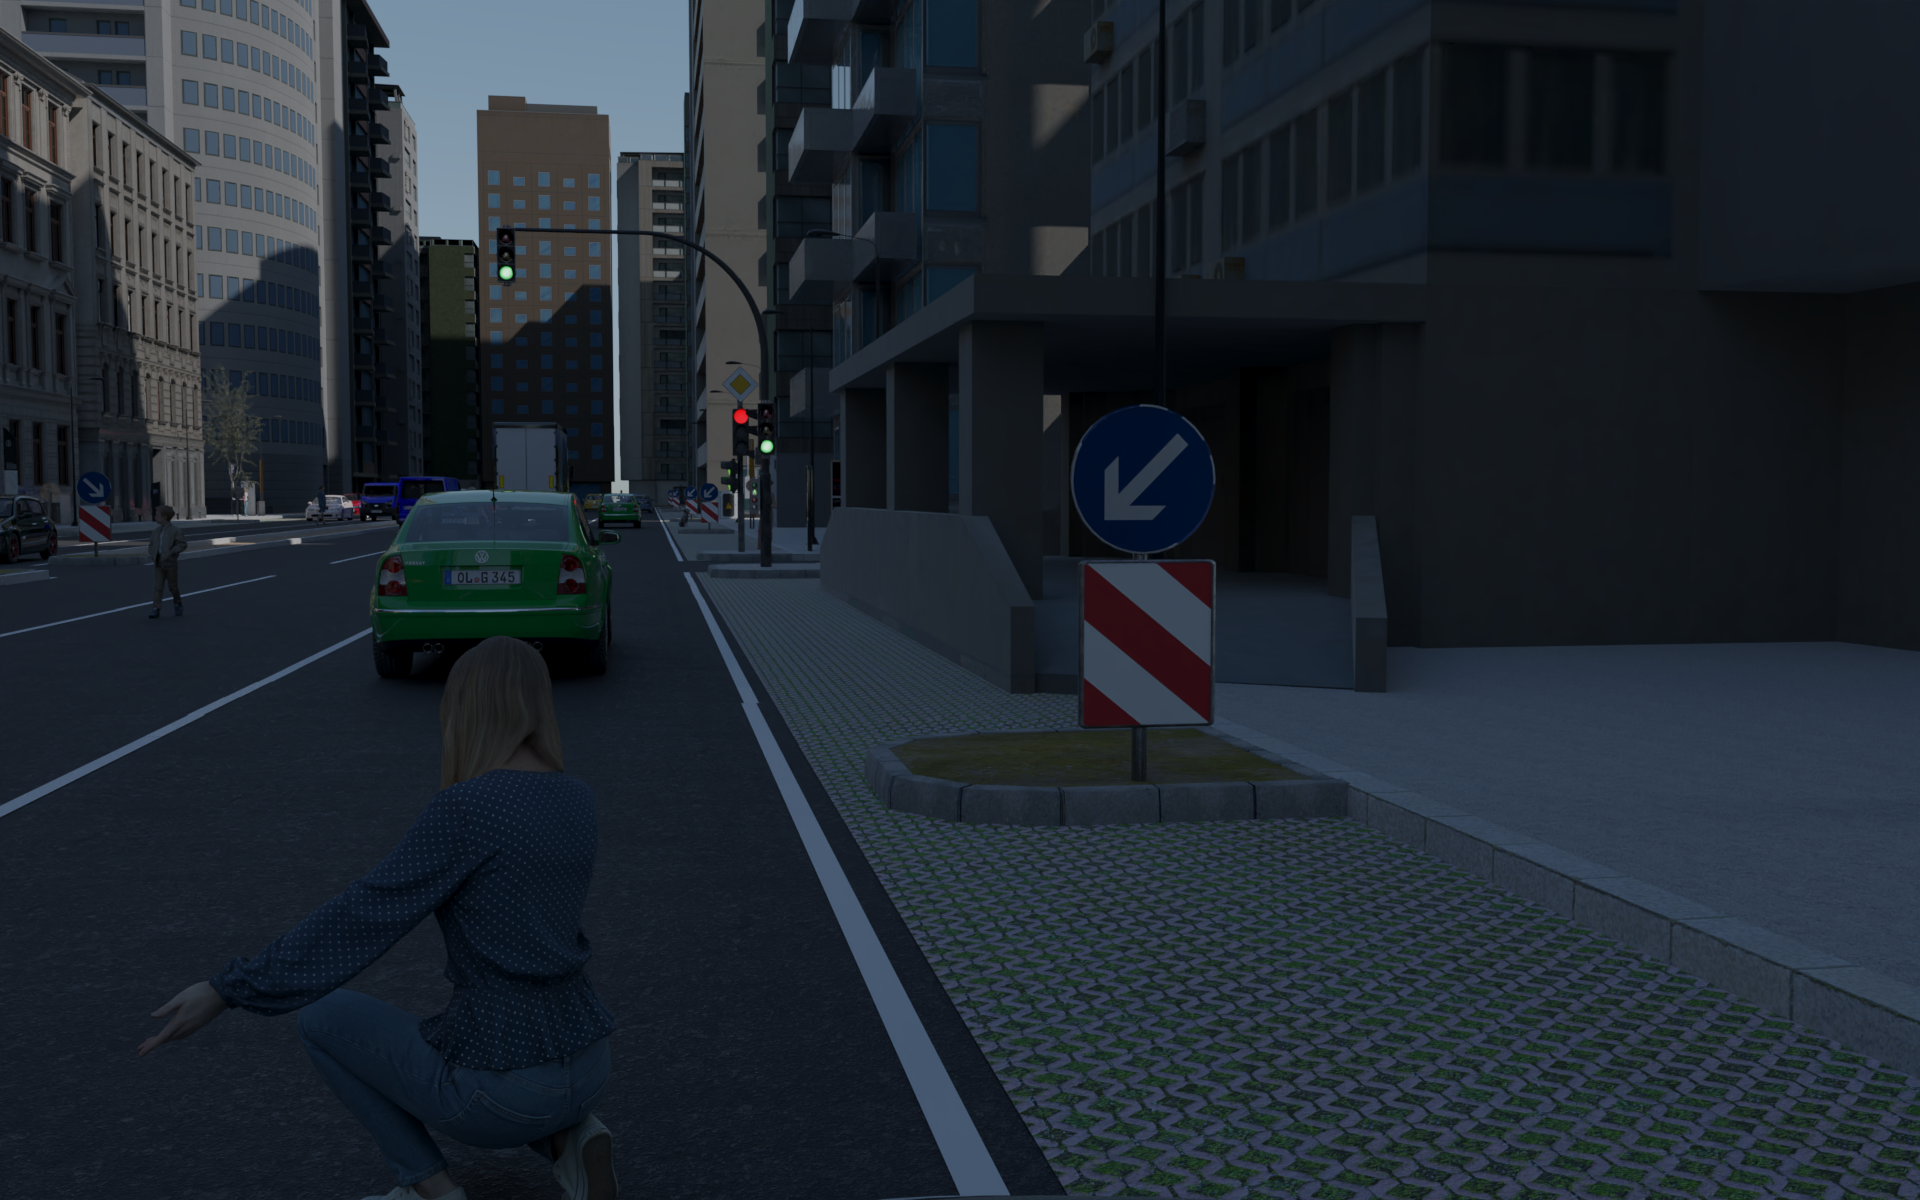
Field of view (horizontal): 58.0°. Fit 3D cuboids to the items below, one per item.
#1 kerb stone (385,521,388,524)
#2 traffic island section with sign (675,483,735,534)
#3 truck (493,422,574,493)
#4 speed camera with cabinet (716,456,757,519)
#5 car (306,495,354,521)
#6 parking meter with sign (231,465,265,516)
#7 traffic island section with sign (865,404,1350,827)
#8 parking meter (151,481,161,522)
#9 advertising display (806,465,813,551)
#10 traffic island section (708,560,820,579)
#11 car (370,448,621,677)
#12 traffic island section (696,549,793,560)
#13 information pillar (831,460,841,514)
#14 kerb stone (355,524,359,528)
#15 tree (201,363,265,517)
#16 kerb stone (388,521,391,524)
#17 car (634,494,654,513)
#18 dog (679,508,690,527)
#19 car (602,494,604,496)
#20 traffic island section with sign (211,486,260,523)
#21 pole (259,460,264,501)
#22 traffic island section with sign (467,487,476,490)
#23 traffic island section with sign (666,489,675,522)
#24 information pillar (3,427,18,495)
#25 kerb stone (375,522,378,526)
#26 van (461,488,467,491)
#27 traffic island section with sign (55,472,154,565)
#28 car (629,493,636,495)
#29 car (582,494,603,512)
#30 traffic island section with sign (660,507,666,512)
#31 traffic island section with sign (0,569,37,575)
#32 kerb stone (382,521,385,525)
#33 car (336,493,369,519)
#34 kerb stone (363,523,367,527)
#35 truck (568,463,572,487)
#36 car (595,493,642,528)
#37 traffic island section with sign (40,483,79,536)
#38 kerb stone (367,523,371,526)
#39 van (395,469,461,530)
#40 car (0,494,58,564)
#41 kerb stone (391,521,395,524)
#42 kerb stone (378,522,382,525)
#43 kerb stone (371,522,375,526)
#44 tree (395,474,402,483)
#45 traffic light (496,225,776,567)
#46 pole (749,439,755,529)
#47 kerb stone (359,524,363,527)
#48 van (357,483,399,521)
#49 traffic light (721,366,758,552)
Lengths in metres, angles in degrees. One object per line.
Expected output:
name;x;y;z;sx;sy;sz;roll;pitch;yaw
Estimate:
kerb stone;-26.756;-3.553;80.287;0.120;0.150;1.000;-1;4;-10
traffic island section with sign;-9.191;-3.301;62.602;1.989;1.847;2.006;-1;4;-10
truck;-17.982;-5.166;73.375;2.839;4.237;11.283;-1;4;-10
speed camera with cabinet;-11.472;-5.785;88.918;2.038;3.252;0.660;-2;4;-30
car;-33.988;-4.961;93.478;2.083;1.381;4.827;-1;4;-9
parking meter with sign;-41.461;-6.400;100.902;1.738;3.016;0.543;-3;5;-43
traffic island section with sign;0.575;0.014;8.398;1.989;1.847;2.006;-1;4;-10
parking meter;-37.139;-4.543;79.990;0.399;1.863;0.255;-1;4;-14
advertising display;-3.403;-2.075;39.143;0.123;1.923;0.974;0;4;-7
traffic island section;-3.405;-0.505;30.533;2.009;0.180;2.903;-1;4;-10
car;-3.941;-0.381;15.026;1.959;1.807;4.718;-1;4;-10
traffic island section;-4.820;-0.985;38.392;2.009;0.180;2.903;-1;4;-10
information pillar;-2.650;-2.037;37.796;0.304;2.012;0.304;0;4;3
kerb stone;-25.301;-3.060;72.225;0.120;0.150;1.000;-1;4;-10
tree;-40.615;-8.934;96.425;4.360;8.622;3.978;0;3;0
kerb stone;-26.940;-3.615;81.293;0.120;0.150;1.000;-1;4;-10
car;-24.204;-7.285;131.105;2.014;1.417;4.499;-1;4;-9
dog;-11.928;-3.560;75.035;0.513;0.831;0.800;0;4;-5
car;-35.915;-10.162;174.940;1.959;1.807;4.718;-1;4;-9
traffic island section with sign;-36.000;-4.743;86.178;1.989;1.847;2.006;-1;4;-10
pole;-41.977;-6.746;104.143;0.158;3.312;0.155;0;3;0
traffic island section with sign;-30.984;-6.212;109.697;2.006;1.907;1.989;-1;4;-10
traffic island section with sign;-13.955;-4.924;89.134;1.989;1.847;2.006;-1;4;-10
information pillar;-33.355;-4.251;60.852;0.183;3.616;0.504;1;4;19
kerb stone;-26.212;-3.368;77.269;0.120;0.150;1.000;-1;4;-10
van;-36.937;-7.381;127.685;2.013;2.044;4.112;-1;4;-9
traffic island section with sign;-17.659;-1.689;35.745;2.006;1.907;1.989;-1;4;-10
car;-29.551;-8.951;155.941;1.945;1.707;3.694;-1;4;-11
car;-29.990;-8.073;142.221;2.015;1.641;3.980;-1;4;-12
traffic island section with sign;-22.927;-7.969;138.926;1.989;1.847;2.006;-1;4;-10
traffic island section with sign;-16.356;-1.243;28.453;2.006;1.907;1.989;-1;4;-10
kerb stone;-26.576;-3.491;79.281;0.120;0.150;1.000;-1;4;-10
car;-35.463;-5.663;101.633;2.155;1.783;4.494;-1;4;-10
kerb stone;-25.655;-3.183;74.244;0.120;0.150;1.000;-1;4;-10
truck;-36.052;-10.102;154.087;2.839;4.237;11.283;-1;4;-12
car;-14.534;-3.976;73.810;1.959;1.807;4.718;-1;4;-12
traffic island section with sign;-31.113;-3.080;58.983;1.989;1.847;2.006;-1;4;-10
kerb stone;-25.851;-3.241;75.247;0.120;0.150;1.000;-1;4;-10
van;-19.379;-3.625;63.646;2.240;2.365;5.245;-1;4;-10
car;-20.504;-1.639;36.590;2.009;1.686;4.222;-1;4;-11
kerb stone;-27.118;-3.676;82.300;0.120;0.150;1.000;-1;4;-10
kerb stone;-26.391;-3.429;78.275;0.120;0.150;1.000;-1;4;-10
kerb stone;-26.033;-3.304;76.263;0.120;0.150;1.000;-1;4;-10
tree;-53.780;-10.543;166.973;1.663;3.219;1.824;0;3;0
traffic light;-5.490;-3.378;29.903;4.771;5.953;1.251;-1;4;-10
pole;-7.716;-4.304;64.209;0.158;3.312;0.155;0;3;0
kerb stone;-25.483;-3.111;73.235;0.120;0.150;1.000;-1;4;-10
van;-30.937;-5.421;93.010;2.240;2.365;5.245;-1;4;-10
traffic light;-4.862;-3.018;38.271;0.839;4.253;0.868;-1;4;-10
